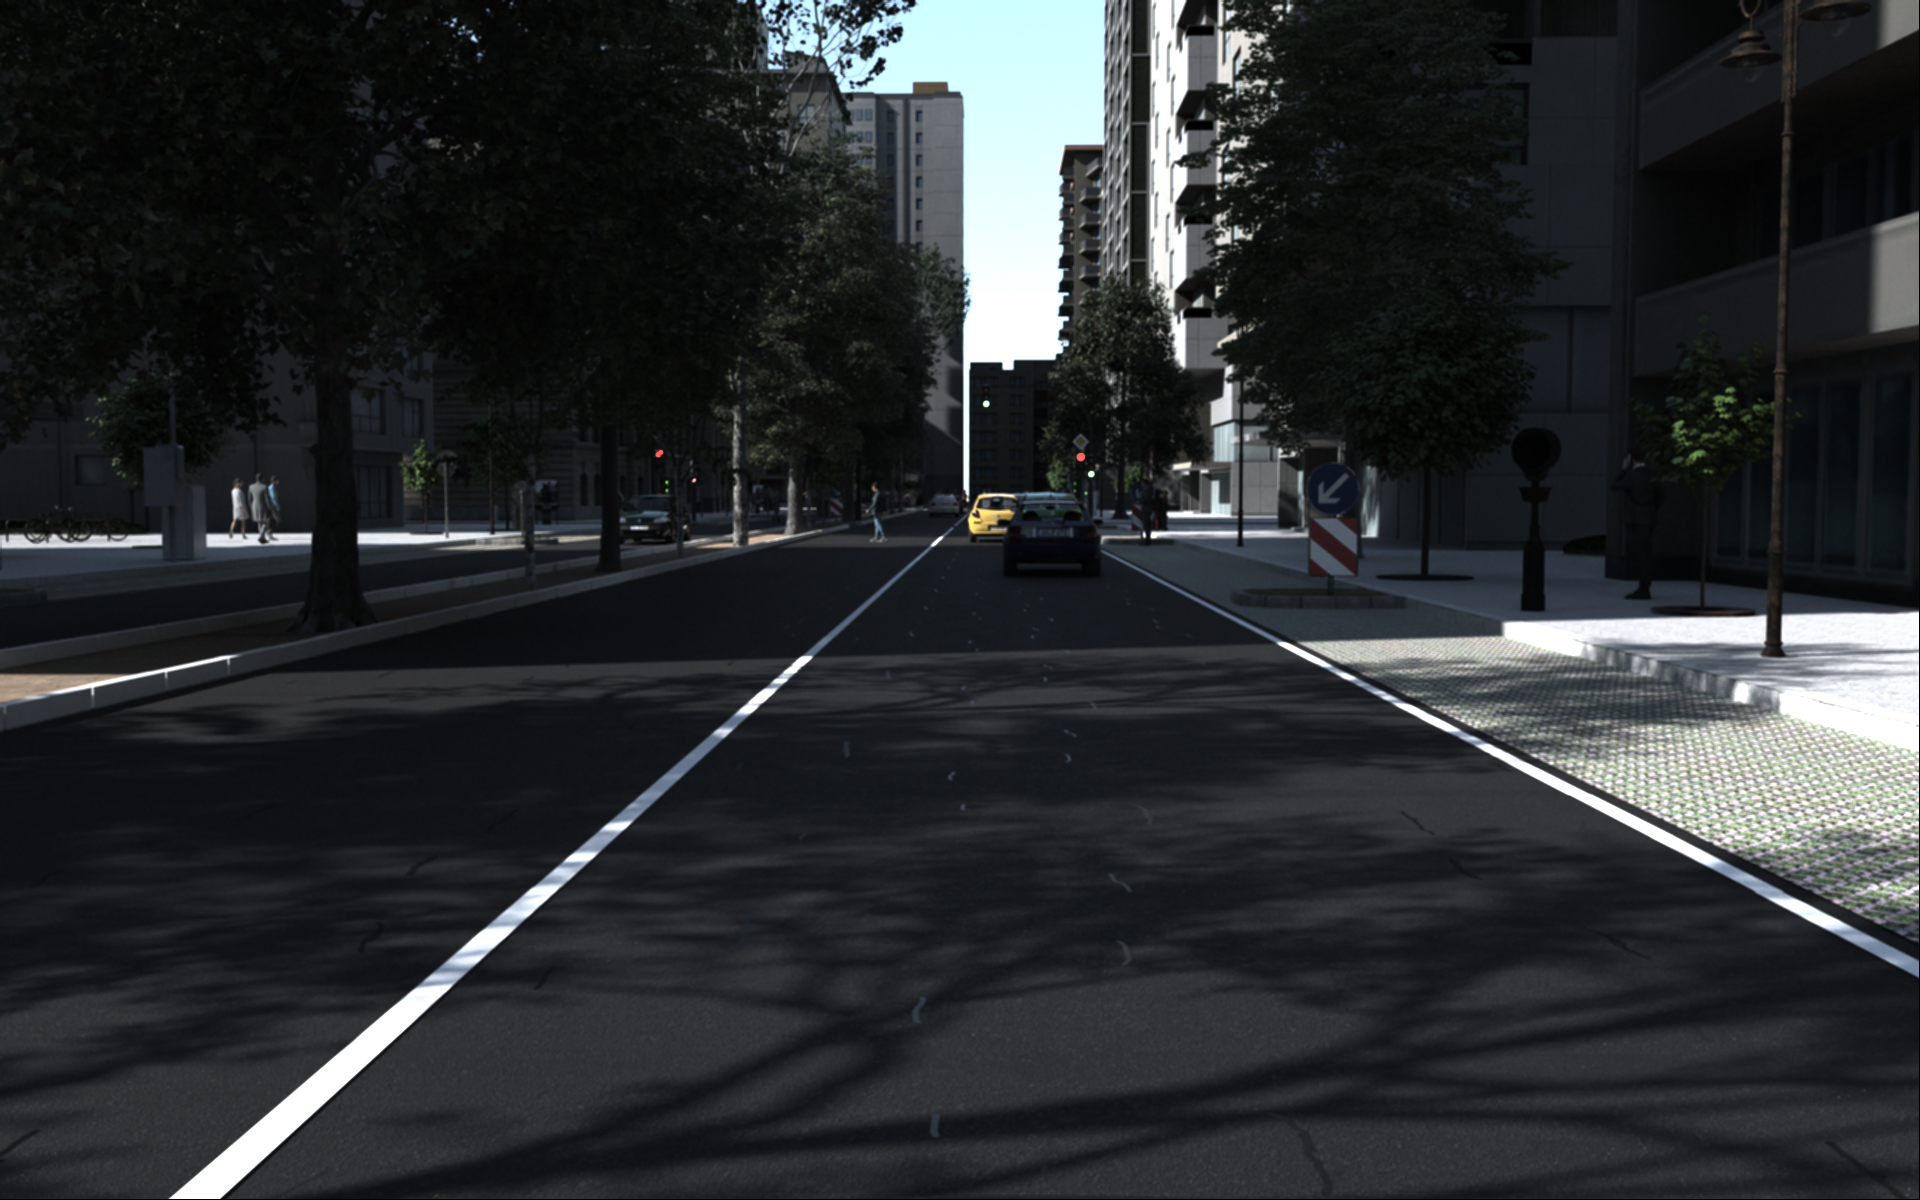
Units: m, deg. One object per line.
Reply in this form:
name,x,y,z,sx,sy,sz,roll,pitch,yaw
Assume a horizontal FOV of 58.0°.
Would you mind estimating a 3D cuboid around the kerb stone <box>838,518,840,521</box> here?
kerb stone,-6.521,-4.177,90.486,0.120,0.150,1.000,0,4,1

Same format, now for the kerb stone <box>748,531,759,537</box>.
kerb stone,-7.070,-2.265,59.226,0.120,0.150,1.000,0,4,1

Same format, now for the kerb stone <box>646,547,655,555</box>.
kerb stone,-7.404,-1.131,40.761,0.120,0.150,1.000,0,4,1

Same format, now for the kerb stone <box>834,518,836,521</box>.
kerb stone,-6.547,-4.052,88.442,0.120,0.150,1.000,0,4,1

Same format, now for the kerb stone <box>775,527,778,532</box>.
kerb stone,-6.971,-2.578,64.367,0.120,0.150,1.000,0,4,1

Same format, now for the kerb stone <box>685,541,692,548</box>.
kerb stone,-7.303,-1.449,45.882,0.120,0.150,1.000,0,4,1

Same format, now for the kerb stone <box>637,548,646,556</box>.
kerb stone,-7.419,-1.073,39.733,0.120,0.150,1.000,0,4,1

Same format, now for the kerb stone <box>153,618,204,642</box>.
kerb stone,-7.813,0.307,17.174,0.120,0.150,1.000,0,4,1

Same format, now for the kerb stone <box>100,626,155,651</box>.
kerb stone,-7.834,0.371,16.153,0.120,0.150,1.000,0,4,1

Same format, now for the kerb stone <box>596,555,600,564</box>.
kerb stone,-7.486,-0.815,35.627,0.120,0.150,1.000,0,4,1

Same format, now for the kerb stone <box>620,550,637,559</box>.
kerb stone,-7.430,-1.010,38.702,0.120,0.150,1.000,0,4,1

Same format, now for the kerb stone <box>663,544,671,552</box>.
kerb stone,-7.368,-1.261,42.814,0.120,0.150,1.000,0,4,1

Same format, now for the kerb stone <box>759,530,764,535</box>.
kerb stone,-7.048,-2.327,60.248,0.120,0.150,1.000,0,4,1

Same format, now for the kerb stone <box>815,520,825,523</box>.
kerb stone,-6.666,-3.676,82.294,0.120,0.150,1.000,0,4,1

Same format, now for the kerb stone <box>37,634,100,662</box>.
kerb stone,-7.855,0.432,15.128,0.120,0.150,1.000,0,4,1

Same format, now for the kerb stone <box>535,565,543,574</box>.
kerb stone,-7.575,-0.508,30.497,0.120,0.150,1.000,0,4,1

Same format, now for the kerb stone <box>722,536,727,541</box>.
kerb stone,-7.199,-1.825,52.040,0.120,0.150,1.000,0,4,1

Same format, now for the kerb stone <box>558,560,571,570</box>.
kerb stone,-7.543,-0.634,32.557,0.120,0.150,1.000,0,4,1

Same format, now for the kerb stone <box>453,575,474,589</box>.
kerb stone,-7.655,-0.256,26.392,0.120,0.150,1.000,0,4,1

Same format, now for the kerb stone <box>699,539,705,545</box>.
kerb stone,-7.277,-1.574,47.928,0.120,0.150,1.000,0,4,1

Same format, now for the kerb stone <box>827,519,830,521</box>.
kerb stone,-6.614,-3.864,85.364,0.120,0.150,1.000,0,4,1

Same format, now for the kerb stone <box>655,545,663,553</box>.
kerb stone,-7.377,-1.199,41.792,0.120,0.150,1.000,0,4,1

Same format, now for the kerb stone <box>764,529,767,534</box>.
kerb stone,-7.028,-2.387,61.292,0.120,0.150,1.000,0,4,1

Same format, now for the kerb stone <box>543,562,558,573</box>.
kerb stone,-7.555,-0.568,31.528,0.120,0.150,1.000,0,4,1

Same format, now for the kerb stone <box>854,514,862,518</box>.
kerb stone,-6.244,-5.117,105.862,0.120,0.150,1.000,0,4,1

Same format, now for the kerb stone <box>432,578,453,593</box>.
kerb stone,-7.672,-0.194,25.362,0.120,0.150,1.000,0,4,1

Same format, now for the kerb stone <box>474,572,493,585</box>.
kerb stone,-7.632,-0.315,27.425,0.120,0.150,1.000,0,4,1

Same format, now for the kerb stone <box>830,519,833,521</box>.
kerb stone,-6.586,-3.927,86.395,0.120,0.150,1.000,0,4,1

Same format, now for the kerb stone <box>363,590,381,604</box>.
kerb stone,-7.721,-0.002,22.295,0.120,0.150,1.000,0,4,1

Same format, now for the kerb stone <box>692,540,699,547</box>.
kerb stone,-7.284,-1.505,46.907,0.120,0.150,1.000,0,4,1

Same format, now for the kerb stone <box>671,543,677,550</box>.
kerb stone,-7.343,-1.322,43.836,0.120,0.150,1.000,0,4,1

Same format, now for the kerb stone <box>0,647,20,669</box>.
kerb stone,-7.868,0.495,14.106,0.120,0.150,1.000,0,4,1

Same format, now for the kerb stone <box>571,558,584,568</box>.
kerb stone,-7.520,-0.696,33.583,0.120,0.150,1.000,0,4,1

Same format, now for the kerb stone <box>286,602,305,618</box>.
kerb stone,-7.757,0.121,20.246,0.120,0.150,1.000,0,4,1

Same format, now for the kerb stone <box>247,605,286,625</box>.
kerb stone,-7.771,0.182,19.224,0.120,0.150,1.000,0,4,1

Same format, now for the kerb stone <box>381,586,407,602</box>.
kerb stone,-7.707,-0.069,23.317,0.120,0.150,1.000,0,4,1

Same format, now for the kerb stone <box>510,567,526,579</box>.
kerb stone,-7.597,-0.442,29.468,0.120,0.150,1.000,0,4,1

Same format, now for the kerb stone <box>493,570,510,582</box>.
kerb stone,-7.625,-0.380,28.447,0.120,0.150,1.000,0,4,1

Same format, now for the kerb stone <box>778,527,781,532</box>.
kerb stone,-6.965,-2.637,65.391,0.120,0.150,1.000,0,4,1

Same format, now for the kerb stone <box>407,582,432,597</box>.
kerb stone,-7.685,-0.131,24.340,0.120,0.150,1.000,0,4,1

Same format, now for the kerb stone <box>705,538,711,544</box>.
kerb stone,-7.250,-1.635,48.953,0.120,0.150,1.000,0,4,1

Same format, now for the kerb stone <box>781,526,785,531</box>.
kerb stone,-6.944,-2.705,66.416,0.120,0.150,1.000,0,4,1

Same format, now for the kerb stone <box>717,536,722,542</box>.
kerb stone,-7.209,-1.762,51.009,0.120,0.150,1.000,0,4,1

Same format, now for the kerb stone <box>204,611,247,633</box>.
kerb stone,-7.791,0.245,18.196,0.120,0.150,1.000,0,4,1

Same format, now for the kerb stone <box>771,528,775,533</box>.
kerb stone,-6.993,-2.517,63.345,0.120,0.150,1.000,0,4,1

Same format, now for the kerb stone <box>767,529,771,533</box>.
kerb stone,-7.022,-2.454,62.321,0.120,0.150,1.000,0,4,1

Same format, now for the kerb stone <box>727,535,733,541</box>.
kerb stone,-7.181,-1.888,53.061,0.120,0.150,1.000,0,4,1

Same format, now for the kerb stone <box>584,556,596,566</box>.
kerb stone,-7.505,-0.759,34.604,0.120,0.150,1.000,0,4,1

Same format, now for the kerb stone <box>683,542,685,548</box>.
kerb stone,-7.325,-1.386,44.860,0.120,0.150,1.000,0,4,1

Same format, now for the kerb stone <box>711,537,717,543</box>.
kerb stone,-7.238,-1.699,49.975,0.120,0.150,1.000,0,4,1
